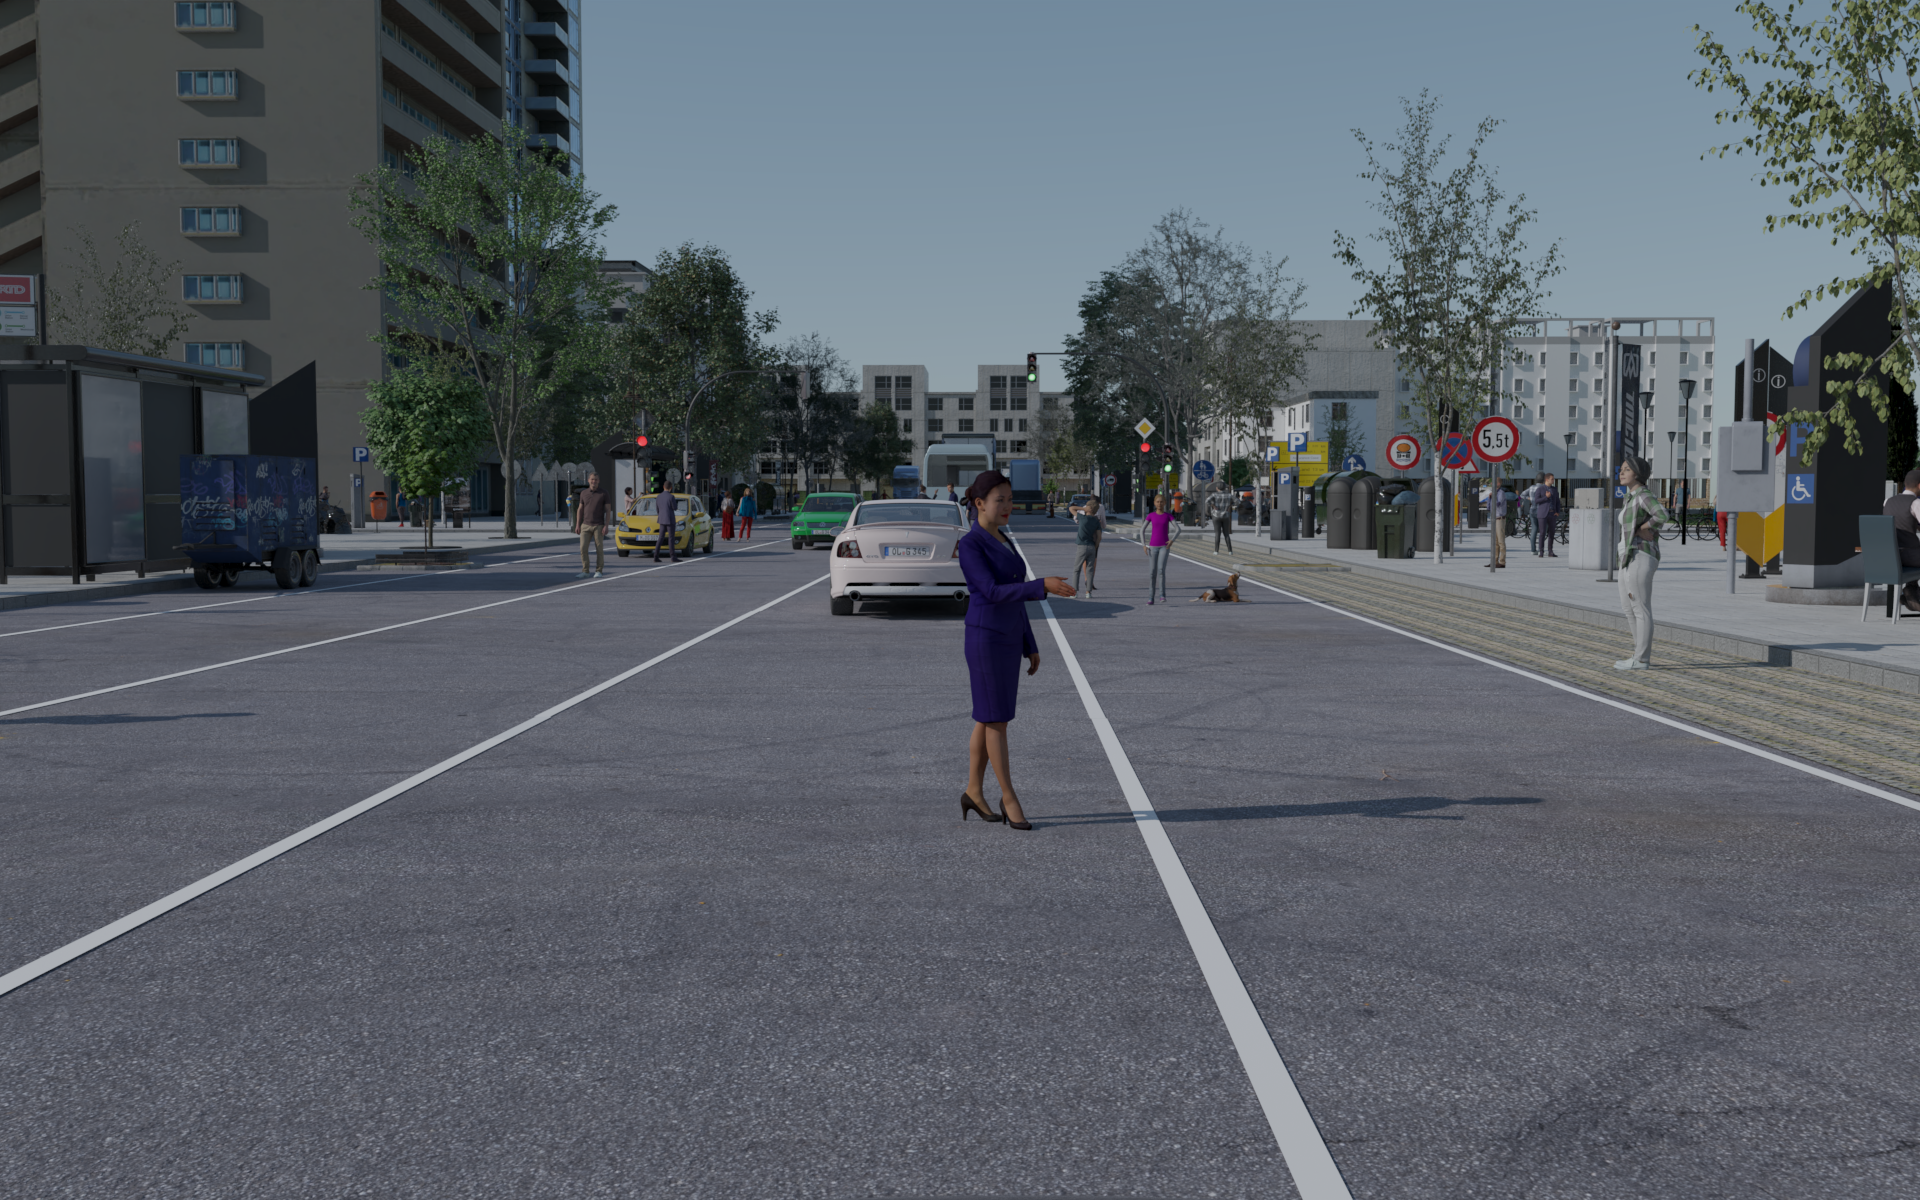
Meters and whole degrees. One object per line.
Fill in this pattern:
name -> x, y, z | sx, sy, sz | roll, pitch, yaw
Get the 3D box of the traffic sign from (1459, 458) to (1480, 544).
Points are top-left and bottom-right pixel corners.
traffic sign -> 12.915, -2.727, 44.595 | 0.884, 2.594, 0.081 | 1, 4, 10

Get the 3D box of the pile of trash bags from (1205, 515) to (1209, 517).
pile of trash bags -> 12.720, -5.366, 97.481 | 3.447, 1.369, 1.912 | -3, 4, -36

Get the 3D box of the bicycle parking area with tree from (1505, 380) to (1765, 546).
bicycle parking area with tree -> 18.607, -3.620, 46.194 | 9.016, 4.147, 8.231 | 2, 4, 24

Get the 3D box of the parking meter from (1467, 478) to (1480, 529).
parking meter -> 19.012, -3.574, 64.151 | 0.399, 1.863, 0.255 | 0, 4, 3

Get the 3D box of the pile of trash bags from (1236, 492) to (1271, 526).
pile of trash bags -> 12.172, -3.724, 70.646 | 1.912, 1.369, 3.447 | -1, 4, -9

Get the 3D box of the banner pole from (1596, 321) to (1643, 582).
banner pole -> 9.706, -2.162, 25.367 | 0.863, 3.779, 0.401 | -2, 4, -35

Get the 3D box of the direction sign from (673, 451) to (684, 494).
direction sign -> -13.891, -5.755, 86.091 | 0.876, 3.537, 0.379 | -3, 5, -41

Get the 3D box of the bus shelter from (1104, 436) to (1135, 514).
bus shelter -> 10.767, -8.407, 115.089 | 2.179, 5.291, 8.768 | 0, 4, 1

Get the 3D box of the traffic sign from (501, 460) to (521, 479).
traffic sign -> -16.361, -3.853, 63.099 | 0.768, 2.556, 0.104 | 0, 4, 7

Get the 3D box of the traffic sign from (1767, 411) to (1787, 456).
traffic sign -> 12.235, -1.617, 26.536 | 0.768, 2.556, 0.104 | 1, 4, 11

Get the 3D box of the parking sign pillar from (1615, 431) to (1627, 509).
parking sign pillar -> 20.070, -3.927, 52.679 | 1.447, 3.967, 1.447 | 1, 4, 20

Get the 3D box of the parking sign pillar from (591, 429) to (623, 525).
parking sign pillar -> -14.659, -5.110, 72.028 | 1.447, 3.967, 1.447 | 0, 4, -5

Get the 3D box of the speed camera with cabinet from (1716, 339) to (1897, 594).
speed camera with cabinet -> 10.766, -1.696, 22.067 | 2.038, 3.252, 0.660 | 1, 4, 22

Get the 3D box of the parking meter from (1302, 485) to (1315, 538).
parking meter -> 10.187, -2.583, 50.639 | 0.372, 1.533, 0.369 | 0, 3, 0

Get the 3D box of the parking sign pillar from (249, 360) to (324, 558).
parking sign pillar -> -13.579, -2.832, 34.771 | 1.447, 3.967, 1.447 | -1, 4, -19

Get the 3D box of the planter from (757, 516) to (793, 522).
planter -> -9.281, -4.130, 88.672 | 1.991, 0.319, 1.994 | 0, 4, 1

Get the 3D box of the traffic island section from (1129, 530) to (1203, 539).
traffic island section -> 6.647, -2.046, 55.734 | 2.009, 0.180, 2.903 | 0, 4, 1

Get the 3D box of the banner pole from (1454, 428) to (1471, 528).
banner pole -> 18.951, -4.608, 65.352 | 0.863, 3.779, 0.401 | -2, 4, -24

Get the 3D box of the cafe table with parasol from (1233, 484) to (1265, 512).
cafe table with parasol -> 19.464, -6.837, 116.643 | 2.610, 1.966, 2.610 | -1, 4, -17

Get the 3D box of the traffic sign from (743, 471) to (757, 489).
traffic sign -> -11.471, -5.785, 94.685 | 0.768, 2.556, 0.104 | 0, 4, 3

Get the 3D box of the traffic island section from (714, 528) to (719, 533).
traffic island section -> -10.062, -2.554, 64.038 | 2.009, 0.180, 2.903 | 0, 4, 1

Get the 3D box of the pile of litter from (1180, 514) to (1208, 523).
pile of litter -> 10.375, -3.815, 76.337 | 1.719, 0.858, 1.176 | -3, 5, -42

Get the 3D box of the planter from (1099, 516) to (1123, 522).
planter -> 7.251, -4.127, 88.612 | 1.991, 0.319, 1.994 | 0, 4, 1

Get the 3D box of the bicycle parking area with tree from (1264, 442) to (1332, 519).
bicycle parking area with tree -> 19.054, -6.434, 92.201 | 9.016, 4.147, 8.231 | 3, 5, 39

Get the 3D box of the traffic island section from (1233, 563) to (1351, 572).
traffic island section -> 6.211, -0.607, 32.791 | 1.991, 0.108, 1.994 | 0, 4, 1

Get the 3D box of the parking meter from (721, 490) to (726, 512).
parking meter -> -15.812, -6.570, 115.822 | 0.372, 1.533, 0.369 | 0, 3, 0

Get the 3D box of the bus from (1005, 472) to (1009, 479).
bus -> 5.310, -9.707, 153.563 | 2.948, 3.499, 13.247 | 0, 4, 3

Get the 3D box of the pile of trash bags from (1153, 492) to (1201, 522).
pile of trash bags -> 10.002, -4.333, 80.602 | 1.912, 1.369, 3.447 | 0, 4, -1

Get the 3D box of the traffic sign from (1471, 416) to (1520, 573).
traffic sign -> 8.705, -1.720, 28.221 | 0.768, 2.556, 0.104 | 0, 4, 8

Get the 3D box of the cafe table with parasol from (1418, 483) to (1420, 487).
cafe table with parasol -> 25.162, -5.425, 93.561 | 2.610, 1.966, 2.610 | 1, 4, 20

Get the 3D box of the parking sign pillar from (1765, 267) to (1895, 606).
parking sign pillar -> 10.345, -1.954, 20.425 | 1.447, 3.967, 1.447 | -2, 4, -29

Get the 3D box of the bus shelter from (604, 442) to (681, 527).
bus shelter -> -12.753, -4.650, 69.947 | 2.014, 3.302, 5.546 | 0, 4, 1

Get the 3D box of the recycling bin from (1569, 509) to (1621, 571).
recycling bin -> 10.857, -1.031, 29.406 | 0.722, 1.027, 0.722 | -2, 4, -25

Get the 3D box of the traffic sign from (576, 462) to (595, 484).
traffic sign -> -14.831, -4.189, 68.589 | 0.768, 2.556, 0.104 | 0, 4, 1

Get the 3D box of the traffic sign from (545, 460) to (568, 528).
traffic sign -> -15.401, -4.046, 66.149 | 0.884, 2.594, 0.081 | 0, 4, 4

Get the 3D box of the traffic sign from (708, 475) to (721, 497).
traffic sign -> -14.827, -6.385, 104.493 | 0.768, 2.556, 0.104 | 0, 4, 7

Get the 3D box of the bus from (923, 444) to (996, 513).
bus -> 0.054, -4.634, 70.631 | 2.948, 3.499, 13.247 | 0, 4, 1

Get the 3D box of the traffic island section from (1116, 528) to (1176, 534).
traffic island section -> 6.797, -2.534, 63.718 | 2.009, 0.180, 2.903 | 0, 4, 1

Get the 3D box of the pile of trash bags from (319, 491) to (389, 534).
pile of trash bags -> -20.233, -2.830, 56.016 | 3.447, 1.369, 1.912 | -2, 4, -34

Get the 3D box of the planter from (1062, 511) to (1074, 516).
planter -> 7.773, -5.774, 115.551 | 1.991, 0.319, 1.994 | 0, 4, 1

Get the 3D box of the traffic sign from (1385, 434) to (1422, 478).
traffic sign -> 9.445, -2.255, 36.975 | 0.768, 2.556, 0.104 | 0, 4, 1

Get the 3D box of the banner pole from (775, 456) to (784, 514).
banner pole -> -11.665, -7.483, 112.363 | 0.401, 3.779, 0.863 | 3, 5, 43

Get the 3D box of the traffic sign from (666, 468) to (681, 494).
traffic sign -> -14.021, -5.173, 84.687 | 0.768, 2.556, 0.104 | 0, 4, 7

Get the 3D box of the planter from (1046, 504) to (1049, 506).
planter -> 9.216, -10.501, 192.836 | 1.991, 0.319, 1.994 | 0, 4, 1

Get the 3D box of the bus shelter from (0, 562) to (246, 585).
bus shelter -> -13.258, -2.948, 25.828 | 2.179, 5.291, 8.768 | 0, 4, 1

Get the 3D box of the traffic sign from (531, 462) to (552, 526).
traffic sign -> -16.704, -4.228, 69.134 | 0.884, 2.594, 0.081 | 0, 4, 4

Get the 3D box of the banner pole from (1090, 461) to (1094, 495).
banner pole -> 9.911, -8.576, 130.241 | 0.401, 3.779, 0.863 | -1, 4, -22

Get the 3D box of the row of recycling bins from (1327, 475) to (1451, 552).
row of recycling bins -> 9.780, -1.987, 39.604 | 1.069, 1.692, 3.534 | -2, 4, -34

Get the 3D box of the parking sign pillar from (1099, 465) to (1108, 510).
parking sign pillar -> 11.500, -9.099, 137.240 | 1.447, 3.967, 1.447 | 2, 4, 31

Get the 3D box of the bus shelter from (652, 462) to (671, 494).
bus shelter -> -15.895, -5.967, 88.847 | 1.731, 3.624, 6.357 | 0, 4, 1

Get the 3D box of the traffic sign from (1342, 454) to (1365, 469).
traffic sign -> 12.598, -3.386, 55.460 | 0.768, 2.556, 0.104 | 0, 4, 3

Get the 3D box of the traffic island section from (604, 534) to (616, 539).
traffic island section -> -10.211, -2.066, 56.054 | 2.009, 0.180, 2.903 | 0, 4, 1

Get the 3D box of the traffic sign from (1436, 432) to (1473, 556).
traffic sign -> 10.152, -2.175, 35.672 | 0.768, 2.556, 0.104 | 1, 4, 11

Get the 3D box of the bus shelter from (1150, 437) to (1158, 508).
bus shelter -> 13.097, -8.670, 119.384 | 2.179, 5.291, 8.768 | 0, 4, 1
